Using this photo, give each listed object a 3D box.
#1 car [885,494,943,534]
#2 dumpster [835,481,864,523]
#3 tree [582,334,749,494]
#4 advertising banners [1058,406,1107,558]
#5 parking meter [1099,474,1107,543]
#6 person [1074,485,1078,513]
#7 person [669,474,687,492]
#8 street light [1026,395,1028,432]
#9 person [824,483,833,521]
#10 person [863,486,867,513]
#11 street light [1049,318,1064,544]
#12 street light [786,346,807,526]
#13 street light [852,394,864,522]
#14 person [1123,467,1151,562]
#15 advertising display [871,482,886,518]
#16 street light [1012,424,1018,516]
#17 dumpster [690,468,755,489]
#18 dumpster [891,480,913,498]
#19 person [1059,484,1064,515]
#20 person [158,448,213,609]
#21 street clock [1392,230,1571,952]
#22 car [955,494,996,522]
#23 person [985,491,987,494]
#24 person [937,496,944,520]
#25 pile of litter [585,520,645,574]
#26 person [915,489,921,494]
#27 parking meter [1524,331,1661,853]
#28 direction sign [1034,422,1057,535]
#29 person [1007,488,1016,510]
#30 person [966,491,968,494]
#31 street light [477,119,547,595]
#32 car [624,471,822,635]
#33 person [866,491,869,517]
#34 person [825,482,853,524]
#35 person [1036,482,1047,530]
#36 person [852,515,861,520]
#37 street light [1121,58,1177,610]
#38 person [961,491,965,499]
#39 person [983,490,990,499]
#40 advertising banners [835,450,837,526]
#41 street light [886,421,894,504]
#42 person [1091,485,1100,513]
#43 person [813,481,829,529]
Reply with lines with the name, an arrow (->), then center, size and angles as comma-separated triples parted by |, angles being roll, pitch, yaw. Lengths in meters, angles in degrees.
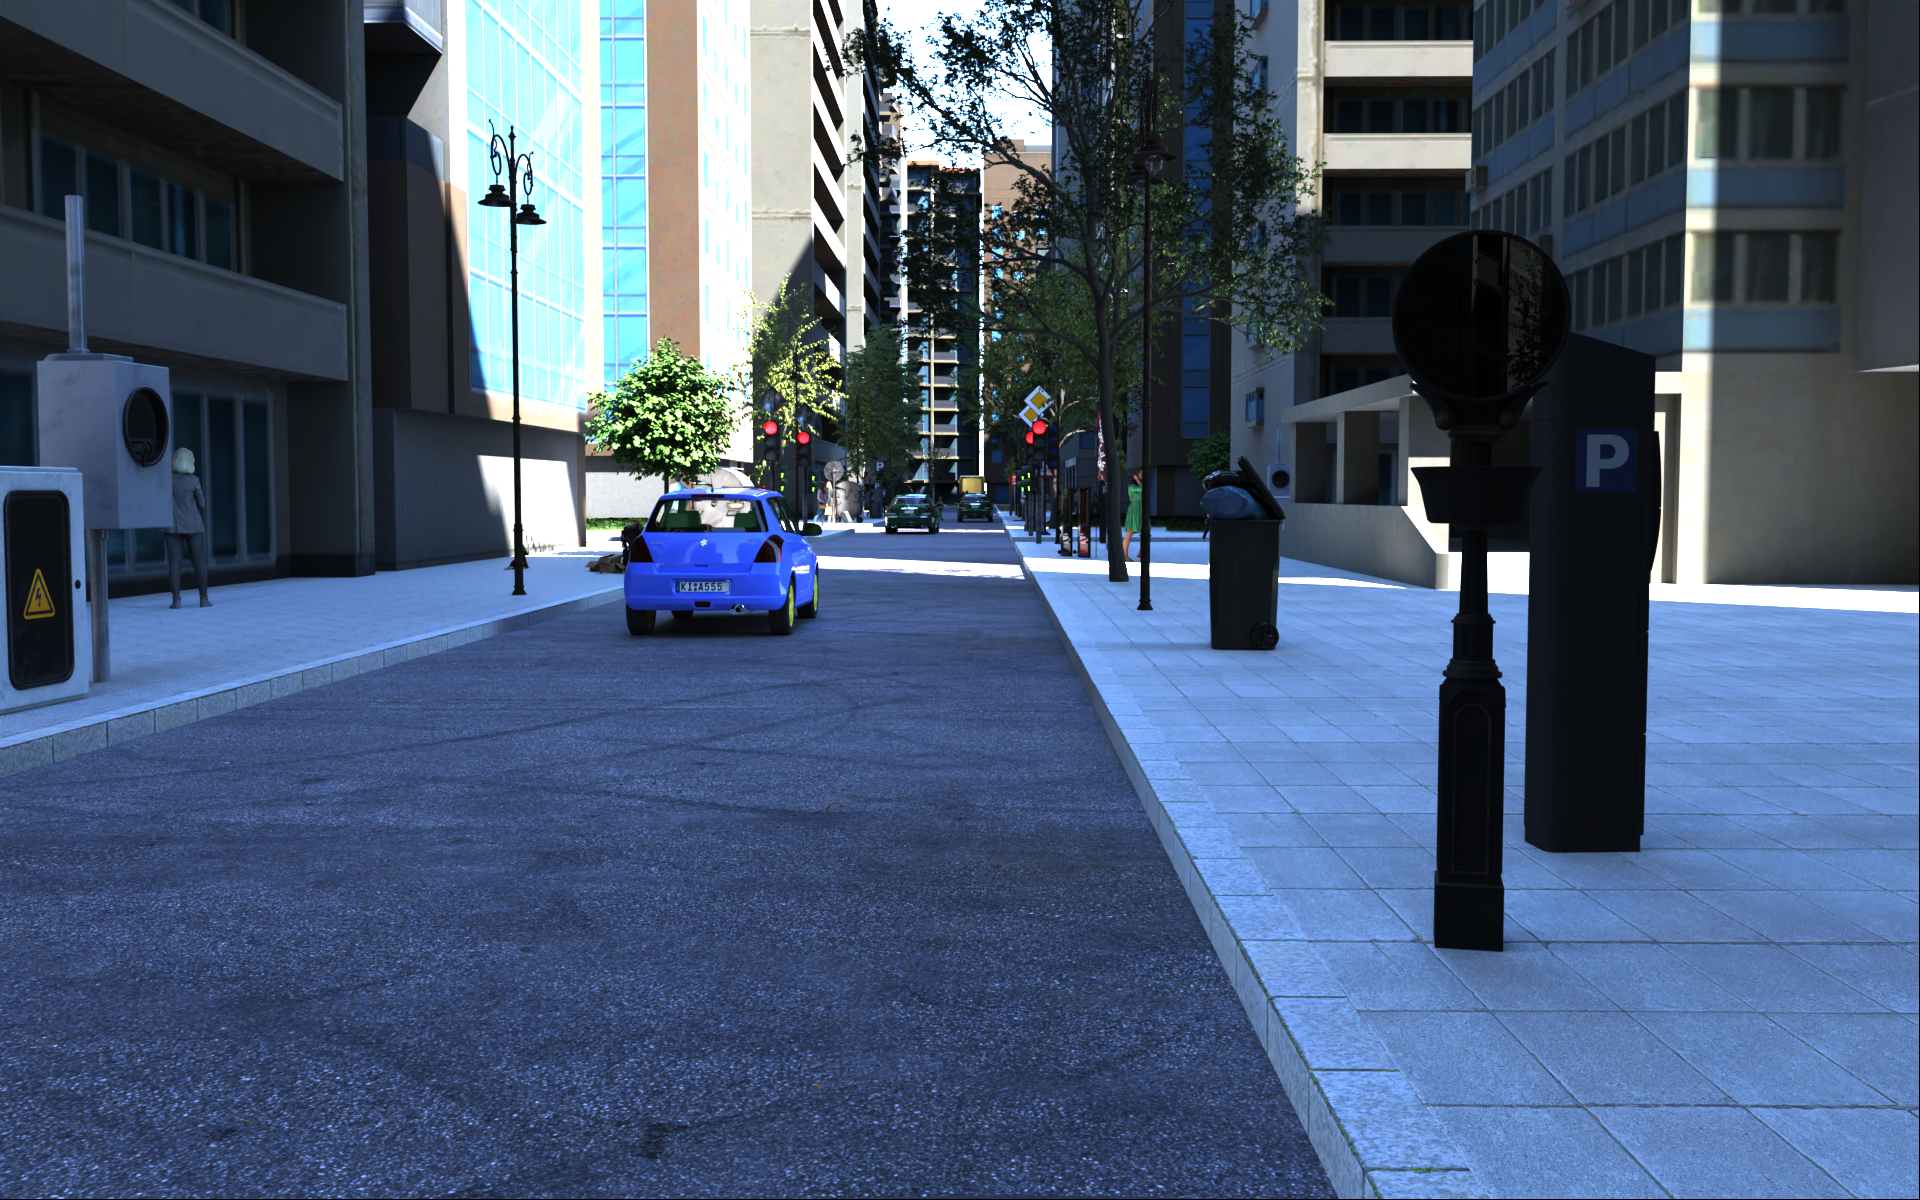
car -> -1.729, -3.163, 63.515 | 2.131, 1.459, 4.920 | 0, 4, 2
dumpster -> -4.961, -4.358, 77.015 | 1.264, 1.857, 1.865 | 0, 4, 1
tree -> -5.937, -3.169, 35.528 | 4.285, 4.588, 4.351 | 0, 3, 0
advertising banners -> 2.497, -2.370, 34.934 | 0.090, 3.025, 2.074 | -2, 4, -24
parking meter -> 3.826, -2.405, 45.025 | 0.399, 1.863, 0.255 | 2, 4, 33
person -> 6.305, -5.270, 92.797 | 0.593, 1.750, 0.643 | 2, 4, 33
person -> -7.206, -2.343, 44.370 | 0.620, 1.820, 0.660 | 3, 5, 40
street light -> 2.946, -6.313, 76.009 | 0.468, 5.910, 1.993 | 0, 4, 1
person -> -6.272, -4.692, 82.783 | 0.654, 1.822, 0.581 | 1, 4, 13
person -> -6.694, -7.007, 120.575 | 0.573, 1.828, 0.580 | -3, 4, -38
street light -> 2.517, -4.380, 44.405 | 0.468, 5.910, 1.993 | 0, 4, 1
street light -> -5.103, -4.980, 54.208 | 0.468, 5.910, 1.993 | 0, 4, 1
street light -> -4.748, -6.578, 80.345 | 0.468, 5.910, 1.993 | 0, 4, 1
person -> 3.344, -1.624, 32.835 | 0.529, 1.795, 0.600 | 2, 4, 25
advertising display -> -4.464, -5.430, 93.988 | 0.974, 1.923, 0.123 | -2, 4, -28
street light -> 3.332, -7.909, 102.099 | 0.468, 5.910, 1.993 | 0, 4, 1
dumpster -> -5.353, -2.024, 38.850 | 1.264, 1.857, 1.865 | 0, 4, 1
dumpster -> -4.116, -7.390, 123.313 | 1.502, 2.255, 1.985 | 0, 4, 1
person -> 5.093, -4.935, 87.073 | 0.599, 1.781, 0.374 | -3, 5, -45
person -> -8.792, -0.816, 19.562 | 0.537, 1.800, 0.526 | 0, 4, -3
street clock -> 1.454, -0.020, 4.901 | 0.471, 2.002, 0.358 | 1, 4, 14
car -> 0.787, -4.739, 89.282 | 2.131, 1.459, 4.920 | 0, 4, 1
person -> 2.147, -8.760, 152.546 | 0.721, 1.723, 1.217 | -3, 4, -38
person -> -1.067, -4.986, 94.296 | 0.640, 1.303, 0.475 | 2, 4, 35
pile of litter -> -5.638, -0.895, 28.593 | 1.176, 0.858, 1.719 | 1, 4, 11
person -> -3.499, -8.396, 143.987 | 0.551, 1.740, 0.621 | 0, 4, 1
parking meter -> 2.286, -0.034, 6.267 | 0.399, 1.863, 0.255 | 0, 4, -3
direction sign -> 2.661, -3.805, 54.213 | 0.876, 3.537, 0.379 | -1, 4, -10
person -> 4.207, -8.121, 138.826 | 0.705, 1.822, 1.348 | 3, 4, 36
person -> 0.599, -8.737, 152.066 | 1.217, 1.735, 0.721 | 0, 4, 5
street light -> -5.617, -3.003, 21.893 | 0.468, 5.910, 1.993 | 0, 4, 1
car -> -2.511, -0.570, 18.912 | 1.945, 1.707, 3.694 | 0, 4, 1
person -> -4.932, -5.389, 94.904 | 0.466, 1.731, 0.760 | -3, 5, -41
person -> -5.201, -4.103, 73.336 | 1.509, 1.804, 0.699 | -3, 4, -39
person -> 2.877, -3.321, 61.174 | 0.643, 1.720, 0.563 | -2, 4, -28
person -> -5.024, -4.770, 84.577 | 0.519, 1.759, 0.362 | 1, 4, 22
street light -> 2.048, -2.826, 18.998 | 0.468, 5.910, 1.993 | 0, 4, 1
person -> 0.371, -7.632, 134.760 | 0.593, 1.643, 0.415 | 0, 4, 2
person -> 2.064, -8.616, 149.896 | 1.217, 1.766, 0.721 | -1, 4, -20
advertising banners -> -5.041, -4.530, 70.260 | 0.090, 3.025, 2.074 | 0, 4, -6
street light -> -4.307, -8.160, 106.200 | 0.468, 5.910, 1.993 | 0, 4, 1
person -> 7.180, -5.173, 91.018 | 0.834, 1.777, 0.661 | 1, 4, 13
person -> -5.163, -3.491, 63.715 | 0.643, 1.750, 0.593 | 0, 4, 5
